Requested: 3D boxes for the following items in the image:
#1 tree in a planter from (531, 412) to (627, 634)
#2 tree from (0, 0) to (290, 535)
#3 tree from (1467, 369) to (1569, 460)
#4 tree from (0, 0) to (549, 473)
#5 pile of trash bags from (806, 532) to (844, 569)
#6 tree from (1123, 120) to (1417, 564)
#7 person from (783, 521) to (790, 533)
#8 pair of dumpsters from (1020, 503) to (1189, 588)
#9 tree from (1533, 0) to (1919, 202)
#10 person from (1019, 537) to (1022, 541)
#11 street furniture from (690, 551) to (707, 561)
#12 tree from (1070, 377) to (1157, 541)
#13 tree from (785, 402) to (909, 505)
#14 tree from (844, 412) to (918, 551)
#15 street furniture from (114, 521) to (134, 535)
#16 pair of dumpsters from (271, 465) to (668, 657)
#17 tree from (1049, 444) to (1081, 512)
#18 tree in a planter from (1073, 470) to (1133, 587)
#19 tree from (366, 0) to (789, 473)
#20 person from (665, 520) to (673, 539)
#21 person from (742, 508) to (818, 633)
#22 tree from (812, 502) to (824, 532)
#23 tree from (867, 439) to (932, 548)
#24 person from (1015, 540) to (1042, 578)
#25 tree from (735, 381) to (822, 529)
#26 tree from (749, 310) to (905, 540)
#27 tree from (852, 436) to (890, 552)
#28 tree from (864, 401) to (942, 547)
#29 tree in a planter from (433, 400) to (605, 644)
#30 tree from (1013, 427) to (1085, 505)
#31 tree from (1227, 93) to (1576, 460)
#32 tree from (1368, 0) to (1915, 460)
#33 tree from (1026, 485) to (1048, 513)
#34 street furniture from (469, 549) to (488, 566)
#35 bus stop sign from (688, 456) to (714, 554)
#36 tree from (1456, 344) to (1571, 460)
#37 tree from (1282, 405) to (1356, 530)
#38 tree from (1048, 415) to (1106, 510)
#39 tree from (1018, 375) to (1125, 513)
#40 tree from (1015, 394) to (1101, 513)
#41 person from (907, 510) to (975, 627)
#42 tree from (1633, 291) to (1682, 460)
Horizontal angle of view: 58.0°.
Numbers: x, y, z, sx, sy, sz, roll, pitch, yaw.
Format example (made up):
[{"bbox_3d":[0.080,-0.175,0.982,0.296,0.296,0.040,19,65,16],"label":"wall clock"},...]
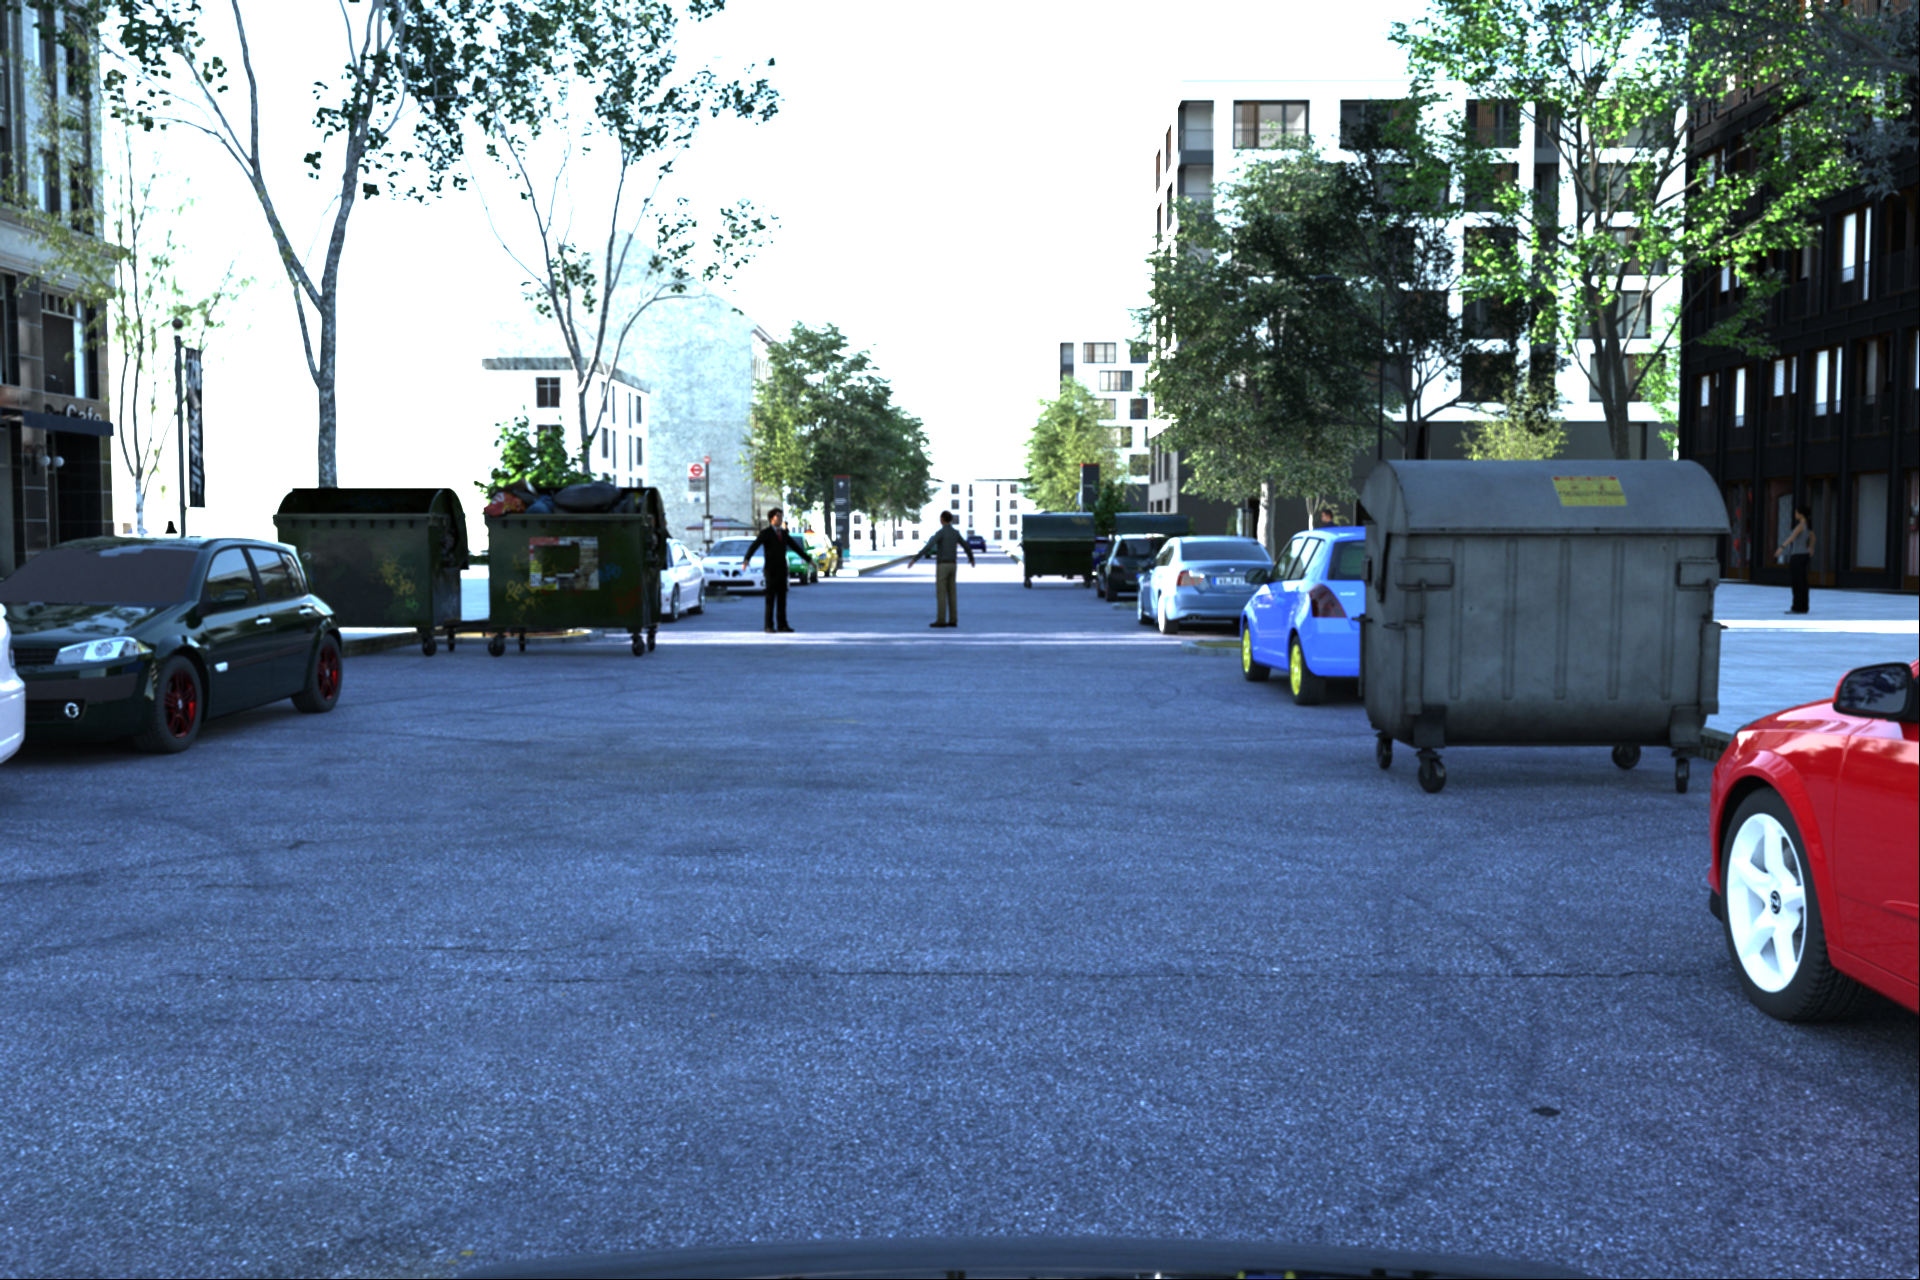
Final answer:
[{"bbox_3d":[-5.910,-1.727,25.465,1.991,3.239,1.994,0,4,1],"label":"tree in a planter"},{"bbox_3d":[-11.549,-4.481,23.628,4.360,8.622,3.978,0,3,0],"label":"tree"},{"bbox_3d":[24.342,-7.608,74.750,4.737,8.622,4.395,0,3,0],"label":"tree"},{"bbox_3d":[-13.007,-10.824,32.856,12.611,20.169,13.585,0,3,0],"label":"tree"},{"bbox_3d":[-5.202,-3.241,62.742,1.912,1.369,3.447,0,4,2],"label":"pile of trash bags"},{"bbox_3d":[9.875,-9.095,55.358,9.857,13.997,8.962,0,3,0],"label":"tree"},{"bbox_3d":[-7.354,-4.079,72.830,0.704,1.812,1.346,1,4,12],"label":"person"},{"bbox_3d":[3.818,-2.519,46.142,4.436,2.255,1.574,0,4,0],"label":"pair of dumpsters"},{"bbox_3d":[9.600,-6.310,13.536,12.009,13.543,11.850,0,3,0],"label":"tree"},{"bbox_3d":[3.518,-5.401,95.109,0.721,1.733,1.217,-1,4,-18],"label":"person"},{"bbox_3d":[-11.132,-3.895,79.307,5.734,0.657,10.072,1,4,12],"label":"street furniture"},{"bbox_3d":[6.914,-8.056,82.079,4.360,8.622,3.978,0,3,0],"label":"tree"},{"bbox_3d":[-7.751,-11.049,115.071,8.767,10.594,7.601,0,4,-6],"label":"tree"},{"bbox_3d":[-6.796,-12.798,135.003,9.928,11.665,9.643,0,3,0],"label":"tree"},{"bbox_3d":[-30.696,-3.241,59.837,11.010,1.723,9.812,-1,4,-15],"label":"street furniture"},{"bbox_3d":[-5.798,-0.961,20.663,4.436,2.255,1.574,0,4,1],"label":"pair of dumpsters"},{"bbox_3d":[8.755,-11.107,131.968,4.360,8.622,3.978,0,3,0],"label":"tree"},{"bbox_3d":[4.135,-3.102,47.942,1.991,3.239,1.994,0,4,1],"label":"tree in a planter"},{"bbox_3d":[-10.738,-11.845,49.550,12.611,20.169,13.585,0,3,0],"label":"tree"},{"bbox_3d":[-10.359,-3.333,60.712,0.704,1.802,1.346,1,4,19],"label":"person"},{"bbox_3d":[-2.659,-1.013,25.203,1.347,1.806,0.705,-3,5,-44],"label":"person"},{"bbox_3d":[-19.546,-18.615,254.711,4.360,8.622,3.978,0,3,0],"label":"tree"},{"bbox_3d":[-6.841,-13.482,154.835,8.767,10.594,7.601,-1,4,-11],"label":"tree"},{"bbox_3d":[2.486,-2.962,57.022,1.348,1.813,0.705,0,4,7],"label":"person"},{"bbox_3d":[-8.402,-8.075,82.380,4.737,8.622,4.395,0,3,0],"label":"tree"},{"bbox_3d":[-7.430,-11.709,98.105,9.857,13.997,8.962,0,3,0],"label":"tree"},{"bbox_3d":[-6.836,-10.614,123.902,4.737,8.622,4.395,0,3,0],"label":"tree"},{"bbox_3d":[-6.403,-15.874,166.192,9.857,13.997,8.962,0,3,0],"label":"tree"},{"bbox_3d":[-5.915,-1.601,23.391,1.991,3.239,1.994,0,4,1],"label":"tree in a planter"},{"bbox_3d":[8.529,-13.979,154.307,9.928,11.665,9.643,0,3,0],"label":"tree"},{"bbox_3d":[9.563,-6.276,37.025,7.601,10.594,8.767,2,4,27],"label":"tree"},{"bbox_3d":[9.724,-6.108,25.625,9.928,11.665,9.643,0,3,0],"label":"tree"},{"bbox_3d":[8.452,-13.097,164.504,4.737,8.622,4.395,0,3,0],"label":"tree"},{"bbox_3d":[-21.941,-3.359,70.539,10.072,0.657,5.734,-3,5,-39],"label":"street furniture"},{"bbox_3d":[-8.877,-4.326,59.427,0.855,3.939,0.416,0,4,2],"label":"bus stop sign"},{"bbox_3d":[21.456,-7.046,65.560,4.360,8.622,3.978,0,3,0],"label":"tree"},{"bbox_3d":[14.594,-7.390,71.190,4.360,8.622,3.978,0,3,0],"label":"tree"},{"bbox_3d":[7.462,-9.551,106.523,4.737,8.622,4.395,0,3,0],"label":"tree"},{"bbox_3d":[7.935,-12.535,123.075,7.486,12.596,7.792,0,3,0],"label":"tree"},{"bbox_3d":[8.319,-13.624,140.879,7.486,12.596,7.792,0,3,0],"label":"tree"},{"bbox_3d":[-0.231,-1.099,26.700,1.348,1.796,0.705,-3,5,-42],"label":"person"},{"bbox_3d":[29.540,-8.593,66.255,9.928,11.665,9.643,0,3,0],"label":"tree"}]
